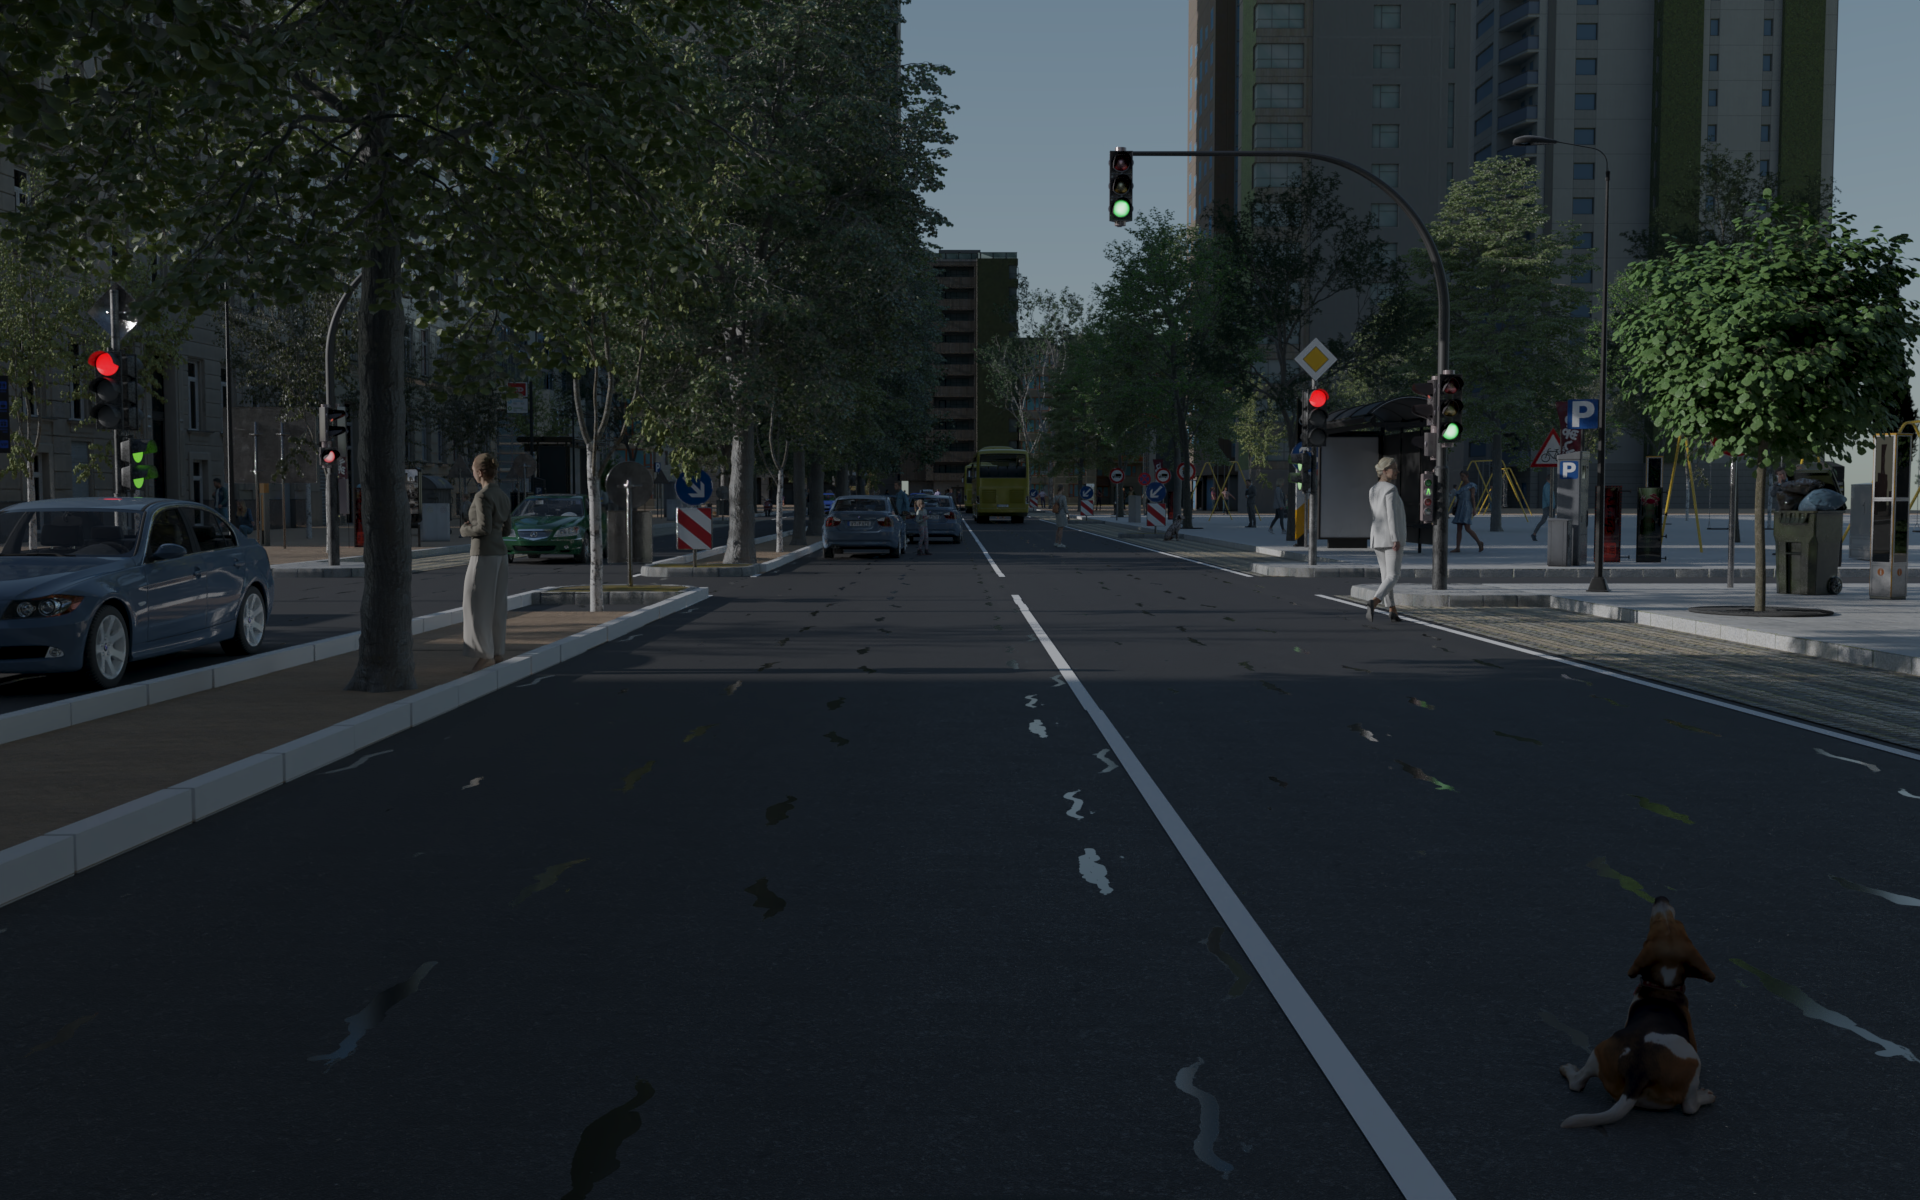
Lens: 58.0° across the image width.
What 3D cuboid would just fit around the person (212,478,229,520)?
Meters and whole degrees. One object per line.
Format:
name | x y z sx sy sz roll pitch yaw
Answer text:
person | -22.765 -2.873 53.361 0.623 1.781 0.721 1 4 19

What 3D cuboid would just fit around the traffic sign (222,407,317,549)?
traffic sign | -16.139 -2.852 40.508 2.265 3.308 0.079 0 4 5

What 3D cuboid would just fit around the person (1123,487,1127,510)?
person | 13.325 -8.255 141.031 1.348 1.821 0.705 -2 4 -26

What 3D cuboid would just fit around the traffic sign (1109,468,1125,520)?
traffic sign | 7.619 -5.136 84.079 0.768 2.556 0.104 0 4 8

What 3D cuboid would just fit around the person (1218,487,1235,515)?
person | 16.591 -6.189 107.945 1.217 1.736 0.721 -1 4 -16

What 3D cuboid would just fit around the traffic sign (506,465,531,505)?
traffic sign | -15.145 -3.633 59.408 0.884 2.594 0.081 0 4 1

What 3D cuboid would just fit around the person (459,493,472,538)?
person | -14.471 -2.475 50.789 0.475 1.303 0.640 1 4 10

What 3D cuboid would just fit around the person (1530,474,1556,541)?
person | 15.948 -2.520 47.111 0.748 1.841 0.638 3 4 36

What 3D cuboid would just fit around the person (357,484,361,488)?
person | -15.923 -2.487 46.562 0.638 1.841 0.748 0 4 -3

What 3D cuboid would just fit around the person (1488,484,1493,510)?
person | 25.633 -4.696 83.164 0.623 1.781 0.721 2 4 30

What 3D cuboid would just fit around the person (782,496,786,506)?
person | -18.931 -10.600 185.047 0.421 1.427 0.697 3 5 40

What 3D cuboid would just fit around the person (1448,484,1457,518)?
person | 26.090 -5.213 91.547 0.850 1.792 0.678 -1 4 -19

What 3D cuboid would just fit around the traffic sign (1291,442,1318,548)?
traffic sign | 8.307 -2.533 41.516 0.768 2.556 0.104 1 4 9

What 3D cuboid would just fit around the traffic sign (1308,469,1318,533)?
traffic sign | 11.409 -3.461 56.696 0.768 2.556 0.104 0 4 4

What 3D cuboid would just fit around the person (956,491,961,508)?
person | -0.133 -9.976 172.057 0.568 1.767 0.683 -1 4 -22

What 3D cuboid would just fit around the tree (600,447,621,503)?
tree | -14.504 -4.698 71.410 1.663 3.219 1.824 0 3 0

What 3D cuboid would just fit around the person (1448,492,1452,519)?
person | 25.561 -5.172 90.780 0.466 1.800 0.511 -1 4 -13

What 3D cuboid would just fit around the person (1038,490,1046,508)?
person | 7.637 -9.383 160.385 0.756 1.711 0.436 1 4 12

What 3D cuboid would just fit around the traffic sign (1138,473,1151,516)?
traffic sign | 10.943 -6.279 102.761 0.768 2.556 0.104 0 4 1

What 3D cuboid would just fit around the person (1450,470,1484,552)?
person | 11.052 -1.941 37.875 0.778 1.811 0.616 -1 4 -14

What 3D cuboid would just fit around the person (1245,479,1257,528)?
person | 11.080 -3.692 66.214 0.447 1.846 0.655 -1 4 -18

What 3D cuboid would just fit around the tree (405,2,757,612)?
tree | -4.374 -4.144 20.569 4.737 8.622 4.395 0 3 0

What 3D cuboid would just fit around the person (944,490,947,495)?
person | -1.258 -9.298 160.546 0.705 1.821 1.348 0 3 0

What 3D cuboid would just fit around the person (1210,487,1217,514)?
person | 16.463 -6.438 112.028 0.721 1.743 1.217 1 4 14

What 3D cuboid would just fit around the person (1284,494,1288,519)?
person | 17.071 -4.872 89.955 0.590 1.304 0.306 -1 4 -17

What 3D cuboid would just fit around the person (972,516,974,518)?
person | 1.043 -5.901 105.386 0.661 1.777 0.834 3 5 44

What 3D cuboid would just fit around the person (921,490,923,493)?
person | -3.361 -8.850 153.222 1.348 1.821 0.705 -1 4 -23

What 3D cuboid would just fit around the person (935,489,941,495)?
person | -1.719 -8.008 139.294 0.709 1.838 0.599 1 4 20

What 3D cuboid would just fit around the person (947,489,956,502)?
person | -0.596 -6.151 109.627 0.434 1.755 0.990 -3 5 -44

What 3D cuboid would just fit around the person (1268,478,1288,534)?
person | 10.236 -3.016 55.542 0.728 1.800 0.709 1 4 18

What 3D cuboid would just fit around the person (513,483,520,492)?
person | -23.458 -5.266 91.925 0.755 1.850 0.659 1 4 16

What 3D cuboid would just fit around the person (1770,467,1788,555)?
person | 17.257 -1.853 36.148 0.655 1.846 0.447 2 4 31

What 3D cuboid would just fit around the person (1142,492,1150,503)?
person | 14.857 -7.937 136.604 1.217 1.735 0.721 -2 4 -27

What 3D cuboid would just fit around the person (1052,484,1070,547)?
person | 2.707 -2.280 46.784 0.512 1.701 0.522 3 5 43

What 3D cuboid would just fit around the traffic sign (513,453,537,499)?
traffic sign | -13.648 -3.316 54.317 0.768 2.556 0.104 0 4 6

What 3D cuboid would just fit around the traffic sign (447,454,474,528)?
traffic sign | -16.252 -3.445 56.332 0.884 2.594 0.081 0 4 1

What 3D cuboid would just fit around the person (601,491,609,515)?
person | -15.183 -4.100 73.572 0.515 1.767 0.782 1 4 13

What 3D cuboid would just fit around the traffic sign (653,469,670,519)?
traffic sign | -15.609 -5.533 90.464 0.884 2.594 0.081 0 4 5

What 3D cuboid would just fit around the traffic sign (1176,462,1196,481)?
traffic sign | 8.898 -4.163 68.177 0.768 2.556 0.104 0 4 7

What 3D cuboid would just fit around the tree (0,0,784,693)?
tree | -4.299 -5.633 12.685 7.486 12.596 7.792 0 3 0

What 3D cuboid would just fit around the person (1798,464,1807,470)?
person | 15.608 -1.612 32.280 0.514 1.842 0.818 -1 4 -10

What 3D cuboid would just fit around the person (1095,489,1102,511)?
person | 10.682 -7.732 133.934 0.593 1.643 0.415 1 4 8

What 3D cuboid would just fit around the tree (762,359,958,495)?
tree | -4.885 -10.136 85.192 9.611 12.733 9.660 0 3 0

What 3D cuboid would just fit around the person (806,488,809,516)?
person | -10.048 -6.524 115.183 0.705 1.822 1.348 -2 4 -27

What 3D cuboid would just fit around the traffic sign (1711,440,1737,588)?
traffic sign | 10.557 -1.440 23.657 0.768 2.556 0.104 0 4 1

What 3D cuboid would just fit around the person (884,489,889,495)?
person | -5.759 -7.896 137.605 0.705 1.822 1.348 -3 5 -44

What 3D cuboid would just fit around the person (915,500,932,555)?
person | -0.851 -1.709 40.721 0.394 1.301 0.425 1 4 19

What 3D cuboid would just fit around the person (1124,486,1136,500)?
person | 11.471 -6.729 116.149 0.705 1.812 1.348 -2 4 -30

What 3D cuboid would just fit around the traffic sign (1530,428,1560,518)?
traffic sign | 11.700 -2.096 34.265 0.884 2.594 0.081 0 4 1

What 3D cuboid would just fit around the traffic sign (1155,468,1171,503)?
traffic sign | 9.860 -5.138 84.107 0.768 2.556 0.104 0 4 6

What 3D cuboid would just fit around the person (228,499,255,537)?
person | -19.350 -2.153 46.737 1.012 1.151 0.738 1 4 20

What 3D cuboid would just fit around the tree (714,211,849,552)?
tree | -4.436 -5.480 42.422 4.360 8.622 3.978 0 3 0

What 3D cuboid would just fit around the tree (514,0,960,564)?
tree | -4.485 -7.697 34.960 9.857 13.997 8.962 0 3 0

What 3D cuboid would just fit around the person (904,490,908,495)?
person | -4.448 -7.905 138.300 0.990 1.755 0.434 -1 4 -9

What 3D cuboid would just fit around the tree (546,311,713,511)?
tree | -14.508 -8.750 77.480 8.767 10.594 7.601 0 4 -2

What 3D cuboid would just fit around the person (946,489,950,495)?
person | -0.916 -7.466 130.573 0.705 1.824 1.348 2 4 32

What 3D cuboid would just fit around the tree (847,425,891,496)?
tree | -4.957 -7.639 77.712 4.737 8.622 4.395 0 3 0

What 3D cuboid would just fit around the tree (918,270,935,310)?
tree | -4.591 -7.812 48.312 7.486 12.596 7.792 0 3 0
